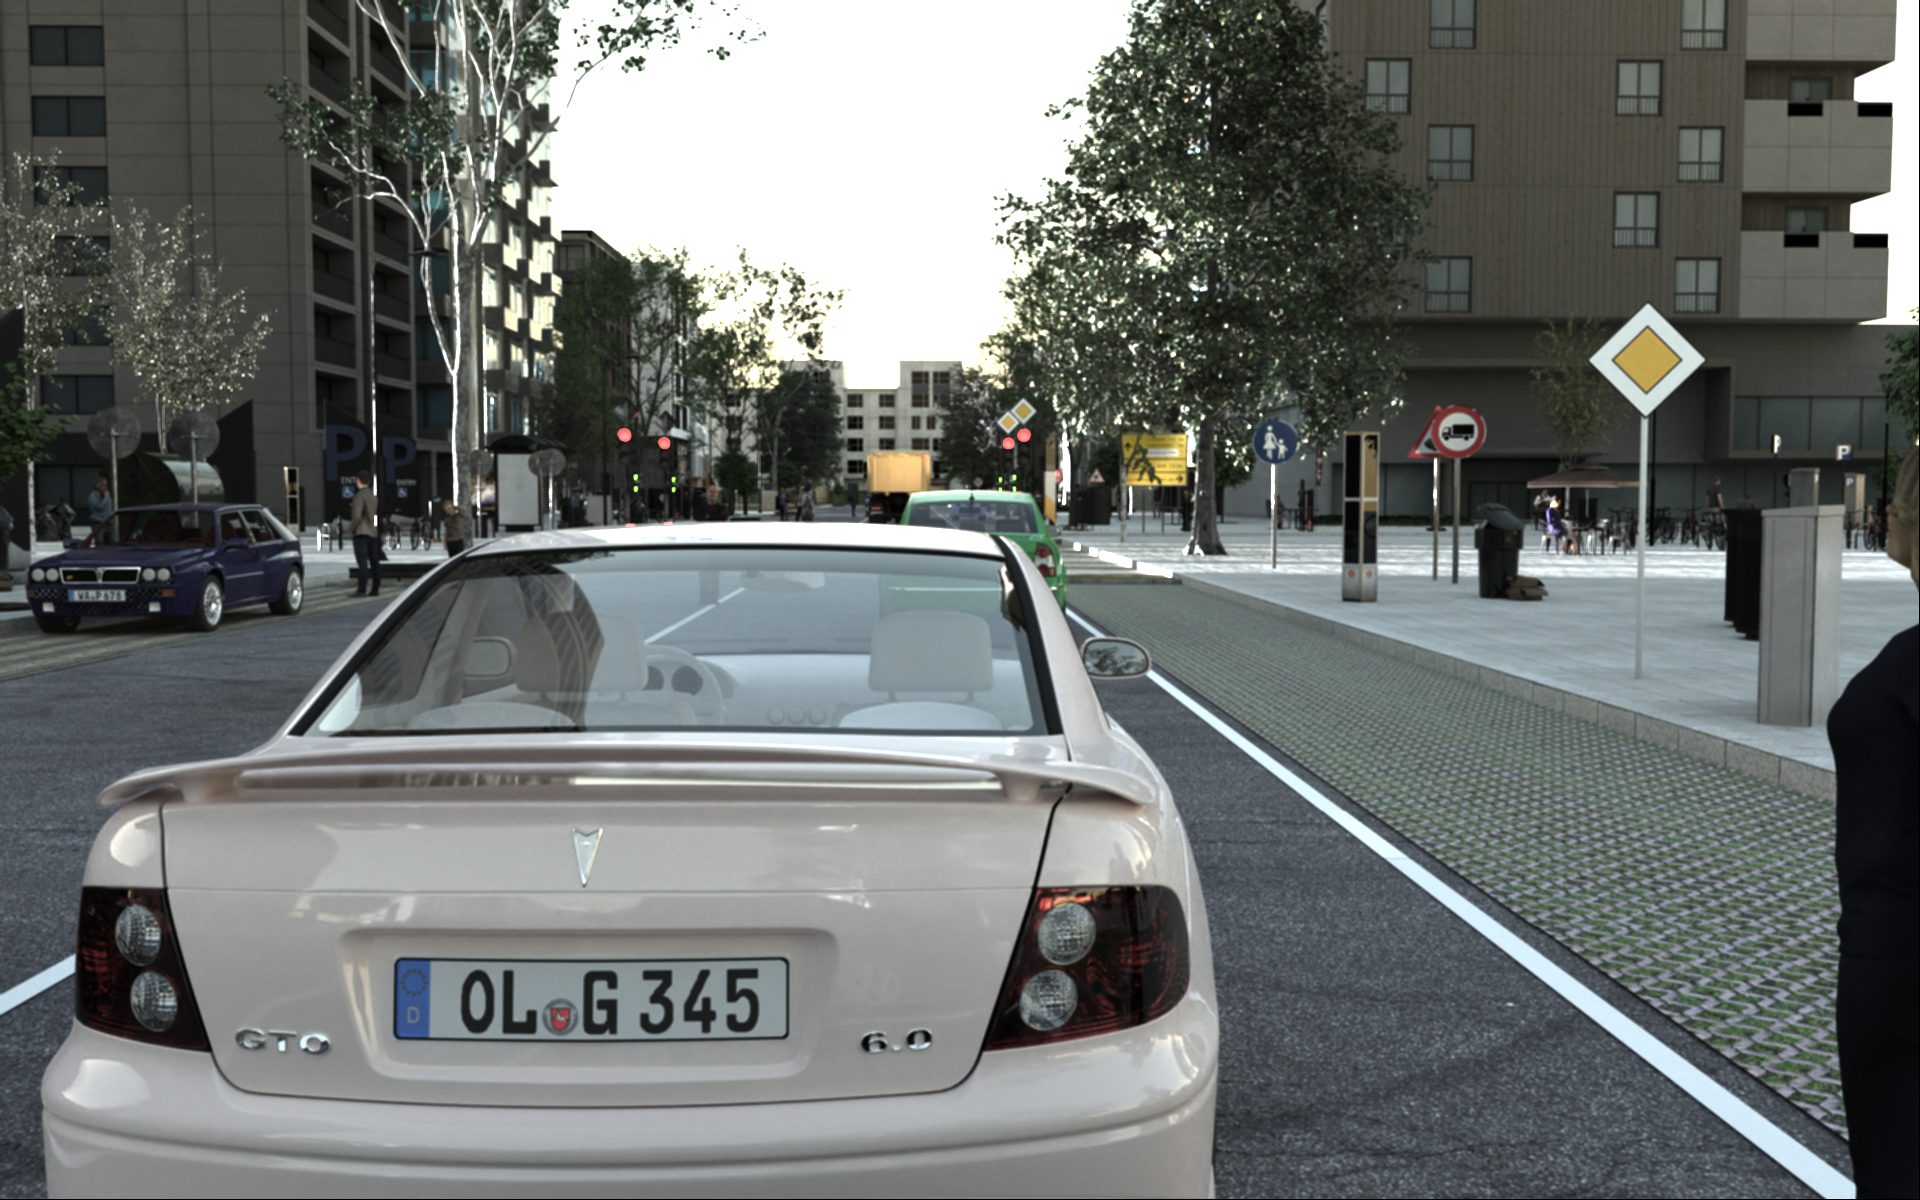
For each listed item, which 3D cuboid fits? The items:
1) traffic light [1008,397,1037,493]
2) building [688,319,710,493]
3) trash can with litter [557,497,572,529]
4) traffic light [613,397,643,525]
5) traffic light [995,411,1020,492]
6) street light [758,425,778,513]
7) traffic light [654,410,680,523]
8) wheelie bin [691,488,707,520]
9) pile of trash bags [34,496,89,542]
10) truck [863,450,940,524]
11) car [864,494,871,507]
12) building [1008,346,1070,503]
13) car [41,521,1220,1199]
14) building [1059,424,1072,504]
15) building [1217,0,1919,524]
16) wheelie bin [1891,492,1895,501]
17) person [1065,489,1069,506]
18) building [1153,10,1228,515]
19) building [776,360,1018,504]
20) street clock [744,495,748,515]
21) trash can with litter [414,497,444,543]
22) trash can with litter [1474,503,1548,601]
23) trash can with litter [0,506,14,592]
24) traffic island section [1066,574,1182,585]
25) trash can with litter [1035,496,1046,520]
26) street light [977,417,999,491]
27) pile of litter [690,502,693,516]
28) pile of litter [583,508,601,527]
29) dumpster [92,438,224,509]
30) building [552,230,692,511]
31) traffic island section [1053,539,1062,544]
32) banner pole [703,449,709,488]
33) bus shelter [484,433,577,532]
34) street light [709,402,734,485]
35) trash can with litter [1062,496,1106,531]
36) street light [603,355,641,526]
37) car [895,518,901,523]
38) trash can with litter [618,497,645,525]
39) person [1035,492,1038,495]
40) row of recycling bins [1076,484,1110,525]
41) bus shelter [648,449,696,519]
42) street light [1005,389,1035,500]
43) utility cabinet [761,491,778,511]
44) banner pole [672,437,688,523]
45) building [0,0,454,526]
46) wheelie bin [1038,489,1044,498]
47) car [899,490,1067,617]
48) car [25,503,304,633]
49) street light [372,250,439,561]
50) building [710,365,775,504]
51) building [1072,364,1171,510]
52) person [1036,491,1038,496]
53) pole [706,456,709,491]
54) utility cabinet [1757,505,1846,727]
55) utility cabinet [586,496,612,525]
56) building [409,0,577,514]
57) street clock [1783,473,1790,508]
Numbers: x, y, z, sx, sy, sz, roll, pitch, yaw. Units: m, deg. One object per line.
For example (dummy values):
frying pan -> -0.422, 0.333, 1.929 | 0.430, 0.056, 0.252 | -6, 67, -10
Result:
traffic light -> 1.825, -3.766, 50.500 | 0.839, 4.253, 0.868 | 0, 4, -2
building -> -33.679, -20.436, 190.547 | 11.380, 20.091, 16.016 | 0, 4, -2
trash can with litter -> -14.571, -3.230, 64.196 | 0.624, 1.170, 1.055 | 0, 4, 2
traffic light -> -9.631, -3.746, 50.167 | 0.839, 4.253, 0.868 | 0, 4, -2
traffic light -> 1.603, -4.255, 58.482 | 0.839, 4.253, 0.868 | 0, 4, -2
street light -> -12.984, -8.840, 117.071 | 1.470, 5.913, 1.316 | 0, 4, -2
traffic light -> -9.853, -4.234, 58.149 | 0.839, 4.253, 0.868 | 0, 4, -2
wheelie bin -> -12.726, -4.704, 84.824 | 0.980, 1.594, 0.693 | 1, 4, 17
pile of trash bags -> -24.775, -2.299, 47.345 | 3.447, 1.369, 1.912 | 0, 4, 5
truck -> -2.577, -4.836, 74.986 | 3.469, 3.379, 9.791 | 0, 4, -1
car -> -9.522, -10.878, 189.849 | 2.014, 1.417, 4.499 | 0, 4, -2
building -> 23.636, -24.406, 243.005 | 32.646, 21.610, 27.936 | 0, 4, -2
car -> -0.480, 0.478, 4.542 | 2.083, 1.381, 4.827 | 0, 4, 0
building -> 16.222, -14.901, 185.781 | 9.099, 9.664, 28.070 | 0, 4, -2
building -> 27.812, -30.300, 84.647 | 27.495, 52.752, 28.713 | 0, 4, -2
wheelie bin -> 27.918, -2.639, 51.054 | 0.693, 1.594, 0.980 | -2, 4, -31
person -> 10.693, -10.115, 172.091 | 0.621, 1.740, 0.551 | 0, 4, 1
building -> 24.455, -28.035, 112.997 | 22.147, 44.769, 28.867 | 0, 4, -2
building -> -8.263, -22.640, 236.628 | 31.486, 18.905, 16.747 | 0, 4, -2
street clock -> -13.309, -6.291, 107.425 | 0.471, 2.002, 0.358 | 1, 4, 16
trash can with litter -> -13.860, -2.169, 46.528 | 1.678, 1.210, 2.233 | 0, 4, 2
trash can with litter -> 6.794, -0.601, 21.212 | 0.624, 1.170, 1.055 | -1, 4, -22
trash can with litter -> -12.820, -0.713, 23.044 | 0.624, 1.170, 1.055 | -3, 5, -41
traffic island section -> 2.473, -0.329, 28.241 | 1.991, 0.108, 1.994 | 0, 4, -2
trash can with litter -> 4.038, -4.530, 85.456 | 0.624, 1.170, 1.055 | -1, 4, -13
street light -> 1.746, -8.056, 104.253 | 1.470, 5.913, 1.316 | 0, 4, -2
pile of litter -> -15.749, -5.269, 100.108 | 1.719, 0.858, 1.176 | 1, 4, 15
pile of litter -> -14.466, -3.240, 66.947 | 1.176, 0.858, 1.719 | -1, 4, -19
dumpster -> -13.847, -1.679, 29.945 | 1.502, 2.255, 1.985 | 0, 4, -2
building -> -39.344, -18.724, 150.111 | 27.936, 21.610, 32.646 | 0, 4, -2
traffic island section -> 1.866, -1.733, 50.615 | 2.009, 0.180, 2.903 | 0, 4, -2
banner pole -> -14.098, -6.489, 96.107 | 0.401, 3.779, 0.863 | 1, 4, 16
bus shelter -> -14.917, -4.074, 60.527 | 2.014, 3.302, 5.546 | 0, 4, -2
street light -> -12.128, -7.057, 87.928 | 1.470, 5.913, 1.316 | 0, 4, -2
trash can with litter -> 4.126, -3.067, 61.209 | 1.678, 1.210, 2.233 | -2, 4, -24
street light -> -11.365, -5.227, 57.998 | 1.470, 5.913, 1.316 | 0, 4, -2
car -> -2.363, -4.681, 86.315 | 2.009, 1.686, 4.222 | 0, 4, 0
trash can with litter -> -11.940, -3.131, 62.580 | 1.055, 1.170, 0.624 | -1, 4, -14
person -> 7.390, -10.099, 171.156 | 1.348, 1.824, 0.705 | 2, 4, 23
row of recycling bins -> 5.673, -4.074, 73.716 | 1.069, 1.692, 3.534 | 0, 4, -8
bus shelter -> -15.383, -6.203, 92.701 | 1.731, 3.624, 6.357 | 0, 4, -2
street light -> 2.662, -6.296, 75.479 | 1.470, 5.913, 1.316 | 0, 4, -2
utility cabinet -> -13.901, -7.208, 126.535 | 1.173, 1.500, 0.318 | 1, 4, 13
banner pole -> -12.258, -5.231, 75.548 | 0.863, 3.779, 0.401 | -1, 4, -23
building -> -34.012, -39.046, 76.650 | 20.563, 71.187, 20.611 | 0, 4, -2
wheelie bin -> 5.481, -6.360, 111.896 | 0.980, 1.594, 0.693 | -2, 4, -24
car -> 0.109, -0.559, 17.942 | 1.959, 1.807, 4.718 | 0, 4, 0
car -> -8.622, -0.396, 19.056 | 1.945, 1.354, 3.894 | 0, 4, -2
street light -> -10.642, -3.708, 33.166 | 1.470, 5.913, 1.316 | 0, 4, -2
building -> -40.017, -22.576, 235.582 | 31.486, 18.905, 16.747 | 0, 4, -2
building -> 19.896, -17.701, 155.867 | 16.747, 18.905, 31.486 | 0, 4, -2
person -> 8.349, -11.116, 187.920 | 0.705, 1.807, 1.348 | 1, 4, 18
pole -> -13.459, -6.020, 92.266 | 0.158, 3.312, 0.155 | 0, 3, 0
utility cabinet -> 4.843, 0.072, 9.983 | 0.306, 1.237, 1.020 | 2, 4, 34
utility cabinet -> -14.890, -3.688, 71.458 | 1.020, 1.237, 0.306 | -1, 4, -15
building -> -36.558, -29.550, 102.751 | 23.786, 49.044, 30.456 | 0, 4, -2
street clock -> 28.855, -3.405, 60.238 | 0.471, 2.002, 0.358 | 2, 4, 28
